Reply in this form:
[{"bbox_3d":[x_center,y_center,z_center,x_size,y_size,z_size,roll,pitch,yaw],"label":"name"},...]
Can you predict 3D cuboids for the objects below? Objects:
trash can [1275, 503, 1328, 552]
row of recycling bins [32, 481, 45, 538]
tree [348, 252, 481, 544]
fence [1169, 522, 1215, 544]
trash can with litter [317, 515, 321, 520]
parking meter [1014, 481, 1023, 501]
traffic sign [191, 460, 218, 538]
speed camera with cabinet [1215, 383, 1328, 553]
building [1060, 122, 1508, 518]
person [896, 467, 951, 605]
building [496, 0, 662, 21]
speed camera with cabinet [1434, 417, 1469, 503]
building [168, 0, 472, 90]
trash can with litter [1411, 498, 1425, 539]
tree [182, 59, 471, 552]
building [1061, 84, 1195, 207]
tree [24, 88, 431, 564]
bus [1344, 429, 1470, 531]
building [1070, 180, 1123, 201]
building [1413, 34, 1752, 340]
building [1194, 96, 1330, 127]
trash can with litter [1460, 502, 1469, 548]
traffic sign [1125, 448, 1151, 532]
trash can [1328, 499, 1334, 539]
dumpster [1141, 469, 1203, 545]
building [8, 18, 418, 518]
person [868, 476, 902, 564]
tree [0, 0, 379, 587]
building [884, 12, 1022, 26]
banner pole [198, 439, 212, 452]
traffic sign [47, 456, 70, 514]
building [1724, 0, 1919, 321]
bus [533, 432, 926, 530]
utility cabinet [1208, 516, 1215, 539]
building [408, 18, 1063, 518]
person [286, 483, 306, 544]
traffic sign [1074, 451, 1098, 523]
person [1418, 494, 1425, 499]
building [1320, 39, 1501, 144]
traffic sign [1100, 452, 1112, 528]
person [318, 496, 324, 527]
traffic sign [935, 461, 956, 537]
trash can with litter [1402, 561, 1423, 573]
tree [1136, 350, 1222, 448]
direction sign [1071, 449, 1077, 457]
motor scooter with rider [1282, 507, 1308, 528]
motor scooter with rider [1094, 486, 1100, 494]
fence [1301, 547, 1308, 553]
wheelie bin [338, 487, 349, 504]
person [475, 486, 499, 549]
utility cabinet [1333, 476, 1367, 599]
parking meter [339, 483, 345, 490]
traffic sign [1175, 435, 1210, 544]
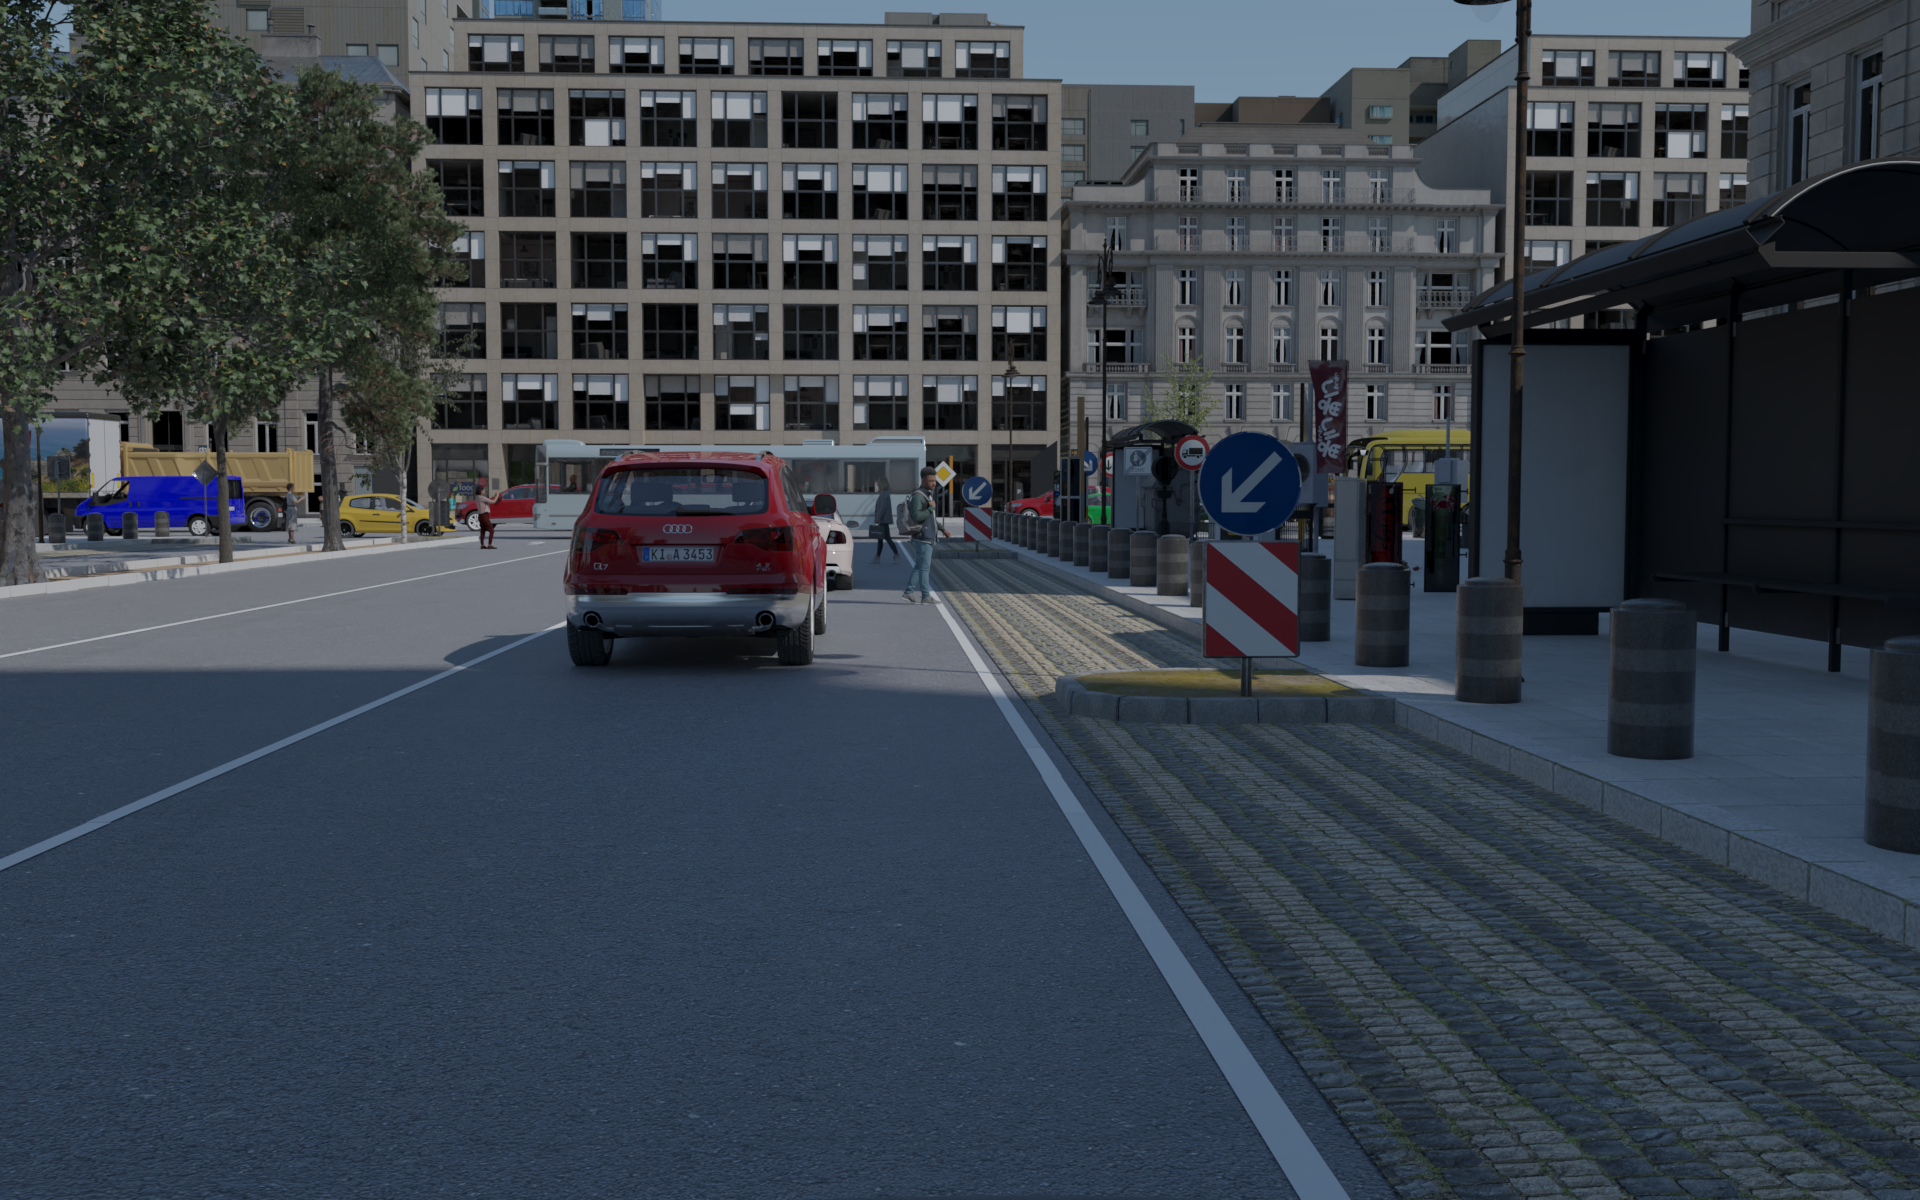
[{"bbox_3d":[5.354,-0.985,27.759,0.748,1.137,0.748,0,3,0],"label":"trash can"},{"bbox_3d":[-28.766,-2.669,50.757,3.534,1.692,1.069,-1,4,-11],"label":"row of recycling bins"},{"bbox_3d":[-15.504,-5.833,48.194,4.360,8.622,3.978,0,3,0],"label":"tree"},{"bbox_3d":[4.959,-1.275,36.228,0.278,0.683,2.069,-3,5,-41],"label":"fence"},{"bbox_3d":[-30.744,-4.462,84.348,1.055,1.170,0.624,-2,4,-26],"label":"trash can with litter"},{"bbox_3d":[2.712,-4.565,80.354,0.399,1.863,0.255,-1,4,-18],"label":"parking meter"},{"bbox_3d":[-22.216,-2.897,51.005,0.795,2.450,0.064,0,4,-3],"label":"traffic sign"},{"bbox_3d":[5.611,-2.259,31.266,2.038,3.252,0.660,3,5,42],"label":"speed camera with cabinet"},{"bbox_3d":[17.126,-15.748,99.273,24.055,21.916,13.314,0,4,-3],"label":"building"},{"bbox_3d":[-0.464,-0.826,22.346,0.721,1.781,0.623,0,4,-2],"label":"person"},{"bbox_3d":[-55.896,-57.821,258.048,31.000,86.520,22.319,0,4,-3],"label":"building"},{"bbox_3d":[13.097,-3.039,44.032,0.660,3.252,2.038,-3,5,-42],"label":"speed camera with cabinet"},{"bbox_3d":[-59.340,-34.610,155.108,28.713,52.752,27.495,0,4,-3],"label":"building"},{"bbox_3d":[13.523,-2.377,50.246,0.624,1.170,1.055,-1,4,-12],"label":"trash can with litter"},{"bbox_3d":[-15.578,-7.212,42.431,6.751,12.117,7.091,0,3,0],"label":"tree"},{"bbox_3d":[15.716,-30.151,176.565,14.154,41.232,14.086,0,4,-3],"label":"building"},{"bbox_3d":[-14.623,-5.975,34.563,8.767,10.594,7.601,0,4,-3],"label":"tree"},{"bbox_3d":[20.507,-4.578,66.397,12.252,3.916,2.896,0,4,-3],"label":"bus"},{"bbox_3d":[16.992,-23.880,162.140,14.160,30.474,14.107,0,4,-3],"label":"building"},{"bbox_3d":[45.994,-18.336,104.313,34.151,26.468,19.350,0,4,-3],"label":"building"},{"bbox_3d":[31.827,-33.140,191.949,14.200,45.320,14.600,0,4,-3],"label":"building"},{"bbox_3d":[11.897,-1.808,40.943,0.624,1.170,1.055,-2,4,-27],"label":"trash can with litter"},{"bbox_3d":[3.880,-2.183,37.828,0.606,2.300,0.079,0,4,2],"label":"traffic sign"},{"bbox_3d":[10.511,-2.304,49.322,0.748,1.137,0.748,0,3,0],"label":"trash can"},{"bbox_3d":[5.082,-2.186,41.500,1.264,1.857,1.865,0,4,-3],"label":"dumpster"},{"bbox_3d":[-41.873,-18.256,95.753,25.104,27.353,12.463,0,4,-3],"label":"building"},{"bbox_3d":[-1.559,-1.646,35.594,0.728,1.800,0.709,0,4,7],"label":"person"},{"bbox_3d":[-14.168,-6.505,25.820,9.611,12.733,9.660,0,3,0],"label":"tree"},{"bbox_3d":[-1.026,-50.333,261.197,20.611,71.187,20.563,0,4,-3],"label":"building"},{"bbox_3d":[-33.869,-5.374,77.884,0.401,3.779,0.863,2,4,29],"label":"banner pole"},{"bbox_3d":[-24.059,-2.699,46.251,0.606,2.300,0.079,0,3,0],"label":"traffic sign"},{"bbox_3d":[23.601,-14.004,26.236,12.463,27.353,25.104,0,4,-3],"label":"building"},{"bbox_3d":[-7.756,-3.728,55.805,13.247,3.499,2.948,0,4,-3],"label":"bus"},{"bbox_3d":[7.095,-2.317,46.559,0.318,1.500,1.173,-1,4,-23],"label":"utility cabinet"},{"bbox_3d":[-12.121,-18.138,101.069,34.151,26.468,19.350,0,4,-3],"label":"building"},{"bbox_3d":[-19.142,-2.494,49.852,0.524,1.755,0.480,-3,4,-38],"label":"person"},{"bbox_3d":[3.672,-3.102,50.822,0.768,2.556,0.104,0,4,6],"label":"traffic sign"},{"bbox_3d":[16.020,-3.103,59.595,0.532,1.782,0.716,-1,4,-15],"label":"person"},{"bbox_3d":[50.233,-34.634,189.959,21.600,48.544,21.300,0,4,-3],"label":"building"},{"bbox_3d":[4.659,-3.240,53.082,0.768,2.556,0.104,0,4,5],"label":"traffic sign"},{"bbox_3d":[-27.661,-3.833,75.082,0.435,1.345,0.340,3,5,43],"label":"person"},{"bbox_3d":[-0.501,-2.966,52.136,0.795,2.450,0.064,0,4,-3],"label":"traffic sign"},{"bbox_3d":[7.210,-1.102,29.068,1.678,1.210,2.233,3,5,42],"label":"trash can with litter"},{"bbox_3d":[11.145,-8.390,87.531,4.737,8.622,4.395,0,3,0],"label":"tree"},{"bbox_3d":[5.987,-5.809,86.977,0.876,3.537,0.379,-1,4,-10],"label":"direction sign"},{"bbox_3d":[13.925,-3.818,71.388,1.986,1.779,0.876,0,4,-3],"label":"motor scooter with rider"},{"bbox_3d":[4.989,-3.521,66.536,1.986,1.779,0.876,0,4,-1],"label":"motor scooter with rider"},{"bbox_3d":[3.712,-0.218,18.932,0.278,0.683,2.069,1,4,16],"label":"fence"},{"bbox_3d":[-29.045,-4.488,81.295,0.693,1.594,0.980,-1,4,-21],"label":"wheelie bin"},{"bbox_3d":[-12.306,-2.150,45.119,0.566,1.644,0.517,0,4,2],"label":"person"},{"bbox_3d":[4.837,-0.779,21.414,0.318,1.500,1.173,1,4,17],"label":"utility cabinet"},{"bbox_3d":[-44.047,-7.193,123.318,0.255,1.863,0.399,0,4,-6],"label":"parking meter"},{"bbox_3d":[4.984,-2.268,37.191,0.768,2.556,0.104,0,4,3],"label":"traffic sign"}]
